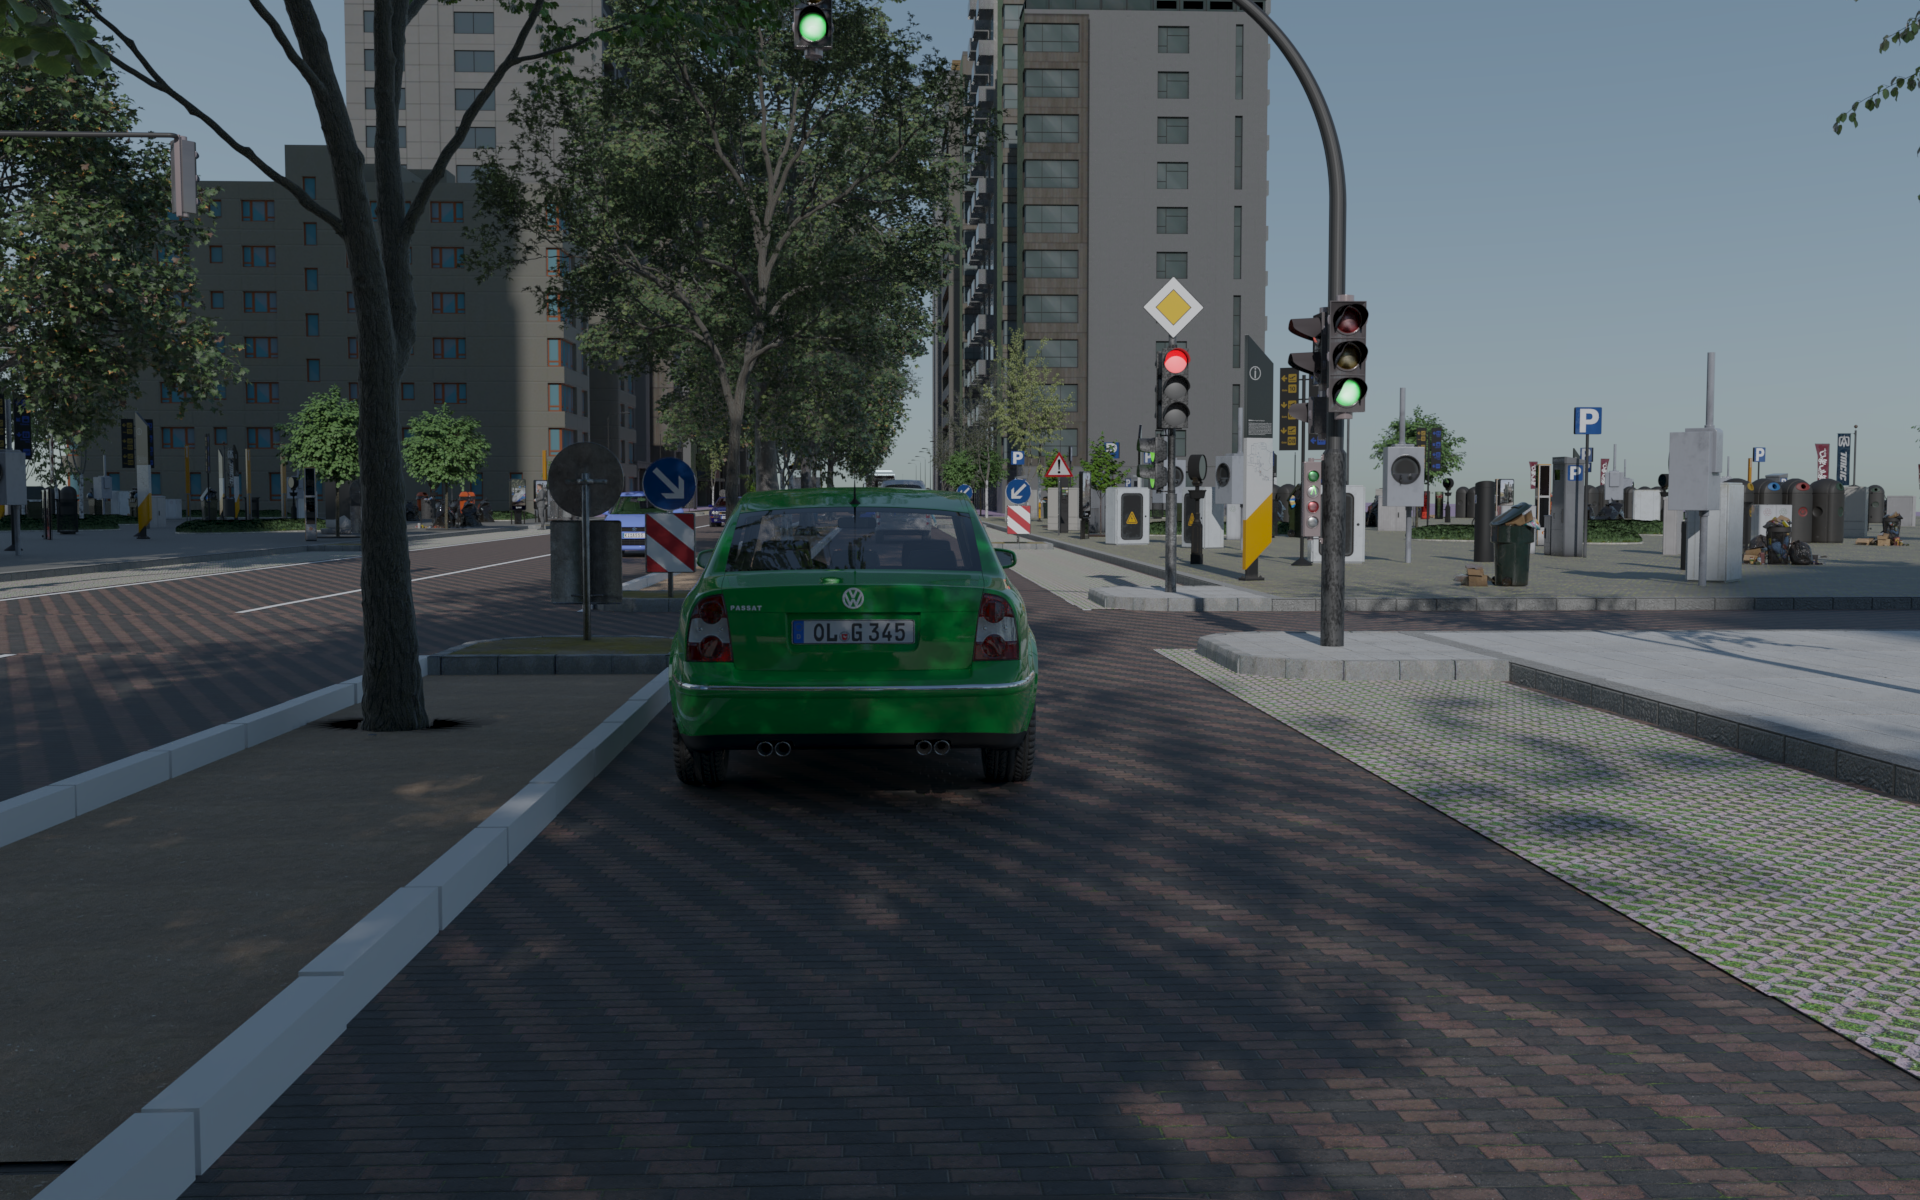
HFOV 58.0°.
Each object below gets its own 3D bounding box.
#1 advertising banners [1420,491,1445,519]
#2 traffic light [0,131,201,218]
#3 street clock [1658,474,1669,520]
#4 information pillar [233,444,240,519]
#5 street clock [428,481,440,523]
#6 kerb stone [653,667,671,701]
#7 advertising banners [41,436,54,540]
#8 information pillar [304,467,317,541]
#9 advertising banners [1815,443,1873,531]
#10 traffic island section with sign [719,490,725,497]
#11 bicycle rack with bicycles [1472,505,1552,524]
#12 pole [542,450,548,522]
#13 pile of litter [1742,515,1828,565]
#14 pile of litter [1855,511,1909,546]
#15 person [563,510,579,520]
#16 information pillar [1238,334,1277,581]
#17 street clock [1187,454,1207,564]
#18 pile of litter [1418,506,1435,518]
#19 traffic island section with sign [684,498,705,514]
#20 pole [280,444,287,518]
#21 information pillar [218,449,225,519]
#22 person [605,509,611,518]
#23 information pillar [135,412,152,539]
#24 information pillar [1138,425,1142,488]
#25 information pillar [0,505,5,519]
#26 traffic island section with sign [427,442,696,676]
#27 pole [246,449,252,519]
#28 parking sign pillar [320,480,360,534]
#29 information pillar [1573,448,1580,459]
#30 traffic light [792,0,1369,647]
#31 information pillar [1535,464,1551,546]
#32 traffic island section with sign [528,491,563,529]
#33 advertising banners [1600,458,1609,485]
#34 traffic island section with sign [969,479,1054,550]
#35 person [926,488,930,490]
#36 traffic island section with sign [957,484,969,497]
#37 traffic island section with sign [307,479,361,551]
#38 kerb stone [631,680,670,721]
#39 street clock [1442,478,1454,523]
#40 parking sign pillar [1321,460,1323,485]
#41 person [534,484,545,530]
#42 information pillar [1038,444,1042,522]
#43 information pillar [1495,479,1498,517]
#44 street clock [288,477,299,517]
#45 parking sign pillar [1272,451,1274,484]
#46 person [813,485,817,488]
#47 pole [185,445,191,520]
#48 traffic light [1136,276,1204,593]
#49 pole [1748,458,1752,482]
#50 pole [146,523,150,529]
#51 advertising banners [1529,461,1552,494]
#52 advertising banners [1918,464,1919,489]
[{"bbox_3d":[23.714,-5.622,88.114,2.074,3.025,0.090,-1,4,-10],"label":"advertising banners"},{"bbox_3d":[-12.071,-2.885,21.834,4.771,5.953,1.251,0,4,-3],"label":"traffic light"},{"bbox_3d":[25.043,-3.487,61.579,0.358,2.002,0.471,-1,4,-15],"label":"street clock"},{"bbox_3d":[-34.170,-5.531,81.781,0.183,3.616,0.504,0,4,-5],"label":"information pillar"},{"bbox_3d":[-23.046,-4.365,75.936,0.471,2.002,0.358,0,4,5],"label":"street clock"},{"bbox_3d":[-2.084,0.604,12.343,0.120,0.150,1.000,0,4,-3],"label":"kerb stone"},{"bbox_3d":[-25.539,-3.198,48.480,0.090,3.025,2.074,-3,4,-36],"label":"advertising banners"},{"bbox_3d":[-17.707,-2.613,47.212,0.304,2.012,0.304,-1,4,-21],"label":"information pillar"},{"bbox_3d":[30.563,-3.900,59.954,2.074,3.025,0.090,0,4,-2],"label":"advertising banners"},{"bbox_3d":[-20.283,-8.559,148.569,1.989,1.847,2.006,0,4,-3],"label":"traffic island section with sign"},{"bbox_3d":[17.824,-2.558,55.205,2.925,0.926,2.852,1,4,18],"label":"bicycle rack with bicycles"},{"bbox_3d":[-19.346,-5.316,80.755,0.158,3.312,0.155,0,3,0],"label":"pole"},{"bbox_3d":[14.902,-1.086,31.721,1.719,0.858,1.176,2,4,31],"label":"pile of litter"},{"bbox_3d":[23.059,-1.795,43.312,1.176,0.858,1.719,1,4,20],"label":"pile of litter"},{"bbox_3d":[-9.698,-2.123,43.401,0.537,1.800,0.526,-2,4,-27],"label":"person"},{"bbox_3d":[4.398,-2.096,25.622,0.504,3.616,0.183,-2,4,-27],"label":"information pillar"},{"bbox_3d":[4.338,-1.658,31.684,0.358,2.002,0.471,2,4,26],"label":"street clock"},{"bbox_3d":[25.294,-4.903,94.134,1.176,0.858,1.719,1,4,14],"label":"pile of litter"},{"bbox_3d":[-18.996,-6.912,121.645,1.989,1.847,2.006,0,4,-3],"label":"traffic island section with sign"},{"bbox_3d":[-27.621,-4.702,70.725,0.158,3.312,0.155,0,3,0],"label":"pole"},{"bbox_3d":[-38.316,-6.026,89.878,0.183,3.616,0.504,-3,5,-44],"label":"information pillar"},{"bbox_3d":[-16.485,-4.461,81.613,0.709,1.800,0.728,2,4,33],"label":"person"},{"bbox_3d":[-23.269,-3.548,49.364,0.504,3.616,0.183,2,4,26],"label":"information pillar"},{"bbox_3d":[6.045,-4.091,58.247,0.183,3.616,0.504,1,4,11],"label":"information pillar"},{"bbox_3d":[-38.396,-4.770,69.348,0.183,3.616,0.504,-3,5,-44],"label":"information pillar"},{"bbox_3d":[-3.257,-0.395,14.596,2.006,1.907,1.989,0,4,-3],"label":"traffic island section with sign"},{"bbox_3d":[-32.087,-5.155,78.125,0.158,3.312,0.155,0,3,0],"label":"pole"},{"bbox_3d":[-19.869,-4.116,55.771,1.447,3.967,1.447,2,4,32],"label":"parking sign pillar"},{"bbox_3d":[31.349,-5.923,88.195,0.504,3.616,0.183,-2,4,-34],"label":"information pillar"},{"bbox_3d":[1.033,-2.424,14.307,4.771,5.953,1.251,0,4,-3],"label":"traffic light"},{"bbox_3d":[14.334,-2.332,42.622,0.304,2.012,0.304,0,4,3],"label":"information pillar"},{"bbox_3d":[-16.577,-3.825,71.173,1.989,1.847,2.006,0,4,-3],"label":"traffic island section with sign"},{"bbox_3d":[30.966,-5.427,84.922,2.074,3.025,0.090,-1,4,-19],"label":"advertising banners"},{"bbox_3d":[1.362,-2.244,45.319,1.989,1.847,2.006,0,4,-3],"label":"traffic island section with sign"},{"bbox_3d":[-1.378,-4.199,77.988,0.563,1.720,0.643,-3,5,-44],"label":"person"},{"bbox_3d":[0.054,-3.891,72.242,1.989,1.847,2.006,0,4,-3],"label":"traffic island section with sign"},{"bbox_3d":[-15.269,-2.159,43.927,1.989,1.847,2.006,0,4,-3],"label":"traffic island section with sign"},{"bbox_3d":[-2.034,0.666,11.314,0.120,0.150,1.000,0,4,-3],"label":"kerb stone"},{"bbox_3d":[21.905,-4.476,77.745,0.358,2.002,0.471,-3,4,-37],"label":"street clock"},{"bbox_3d":[20.387,-6.546,95.496,1.447,3.967,1.447,-2,4,-24],"label":"parking sign pillar"},{"bbox_3d":[-16.717,-3.703,68.852,0.447,1.846,0.655,-1,4,-9],"label":"person"},{"bbox_3d":[3.715,-5.485,81.031,0.183,3.616,0.504,0,4,-4],"label":"information pillar"},{"bbox_3d":[26.046,-4.849,83.767,0.304,2.012,0.304,0,4,-1],"label":"information pillar"},{"bbox_3d":[-27.882,-4.153,72.473,0.471,2.002,0.358,3,4,39],"label":"street clock"},{"bbox_3d":[13.583,-5.479,78.046,1.447,3.967,1.447,-2,4,-29],"label":"parking sign pillar"},{"bbox_3d":[-6.557,-4.266,78.259,0.555,1.821,0.388,-1,4,-22],"label":"person"},{"bbox_3d":[-31.991,-4.765,71.749,0.158,3.312,0.155,0,3,0],"label":"pole"},{"bbox_3d":[2.735,-2.055,22.524,0.839,4.253,0.868,0,4,-3],"label":"traffic light"},{"bbox_3d":[44.741,-6.381,98.166,0.158,3.312,0.155,0,3,0],"label":"pole"},{"bbox_3d":[-30.085,-4.288,63.959,0.158,3.312,0.155,0,3,0],"label":"pole"},{"bbox_3d":[31.418,-5.915,92.902,2.074,3.025,0.090,-1,4,-13],"label":"advertising banners"},{"bbox_3d":[56.029,-6.337,99.800,0.090,3.025,2.074,-1,4,-18],"label":"advertising banners"}]
